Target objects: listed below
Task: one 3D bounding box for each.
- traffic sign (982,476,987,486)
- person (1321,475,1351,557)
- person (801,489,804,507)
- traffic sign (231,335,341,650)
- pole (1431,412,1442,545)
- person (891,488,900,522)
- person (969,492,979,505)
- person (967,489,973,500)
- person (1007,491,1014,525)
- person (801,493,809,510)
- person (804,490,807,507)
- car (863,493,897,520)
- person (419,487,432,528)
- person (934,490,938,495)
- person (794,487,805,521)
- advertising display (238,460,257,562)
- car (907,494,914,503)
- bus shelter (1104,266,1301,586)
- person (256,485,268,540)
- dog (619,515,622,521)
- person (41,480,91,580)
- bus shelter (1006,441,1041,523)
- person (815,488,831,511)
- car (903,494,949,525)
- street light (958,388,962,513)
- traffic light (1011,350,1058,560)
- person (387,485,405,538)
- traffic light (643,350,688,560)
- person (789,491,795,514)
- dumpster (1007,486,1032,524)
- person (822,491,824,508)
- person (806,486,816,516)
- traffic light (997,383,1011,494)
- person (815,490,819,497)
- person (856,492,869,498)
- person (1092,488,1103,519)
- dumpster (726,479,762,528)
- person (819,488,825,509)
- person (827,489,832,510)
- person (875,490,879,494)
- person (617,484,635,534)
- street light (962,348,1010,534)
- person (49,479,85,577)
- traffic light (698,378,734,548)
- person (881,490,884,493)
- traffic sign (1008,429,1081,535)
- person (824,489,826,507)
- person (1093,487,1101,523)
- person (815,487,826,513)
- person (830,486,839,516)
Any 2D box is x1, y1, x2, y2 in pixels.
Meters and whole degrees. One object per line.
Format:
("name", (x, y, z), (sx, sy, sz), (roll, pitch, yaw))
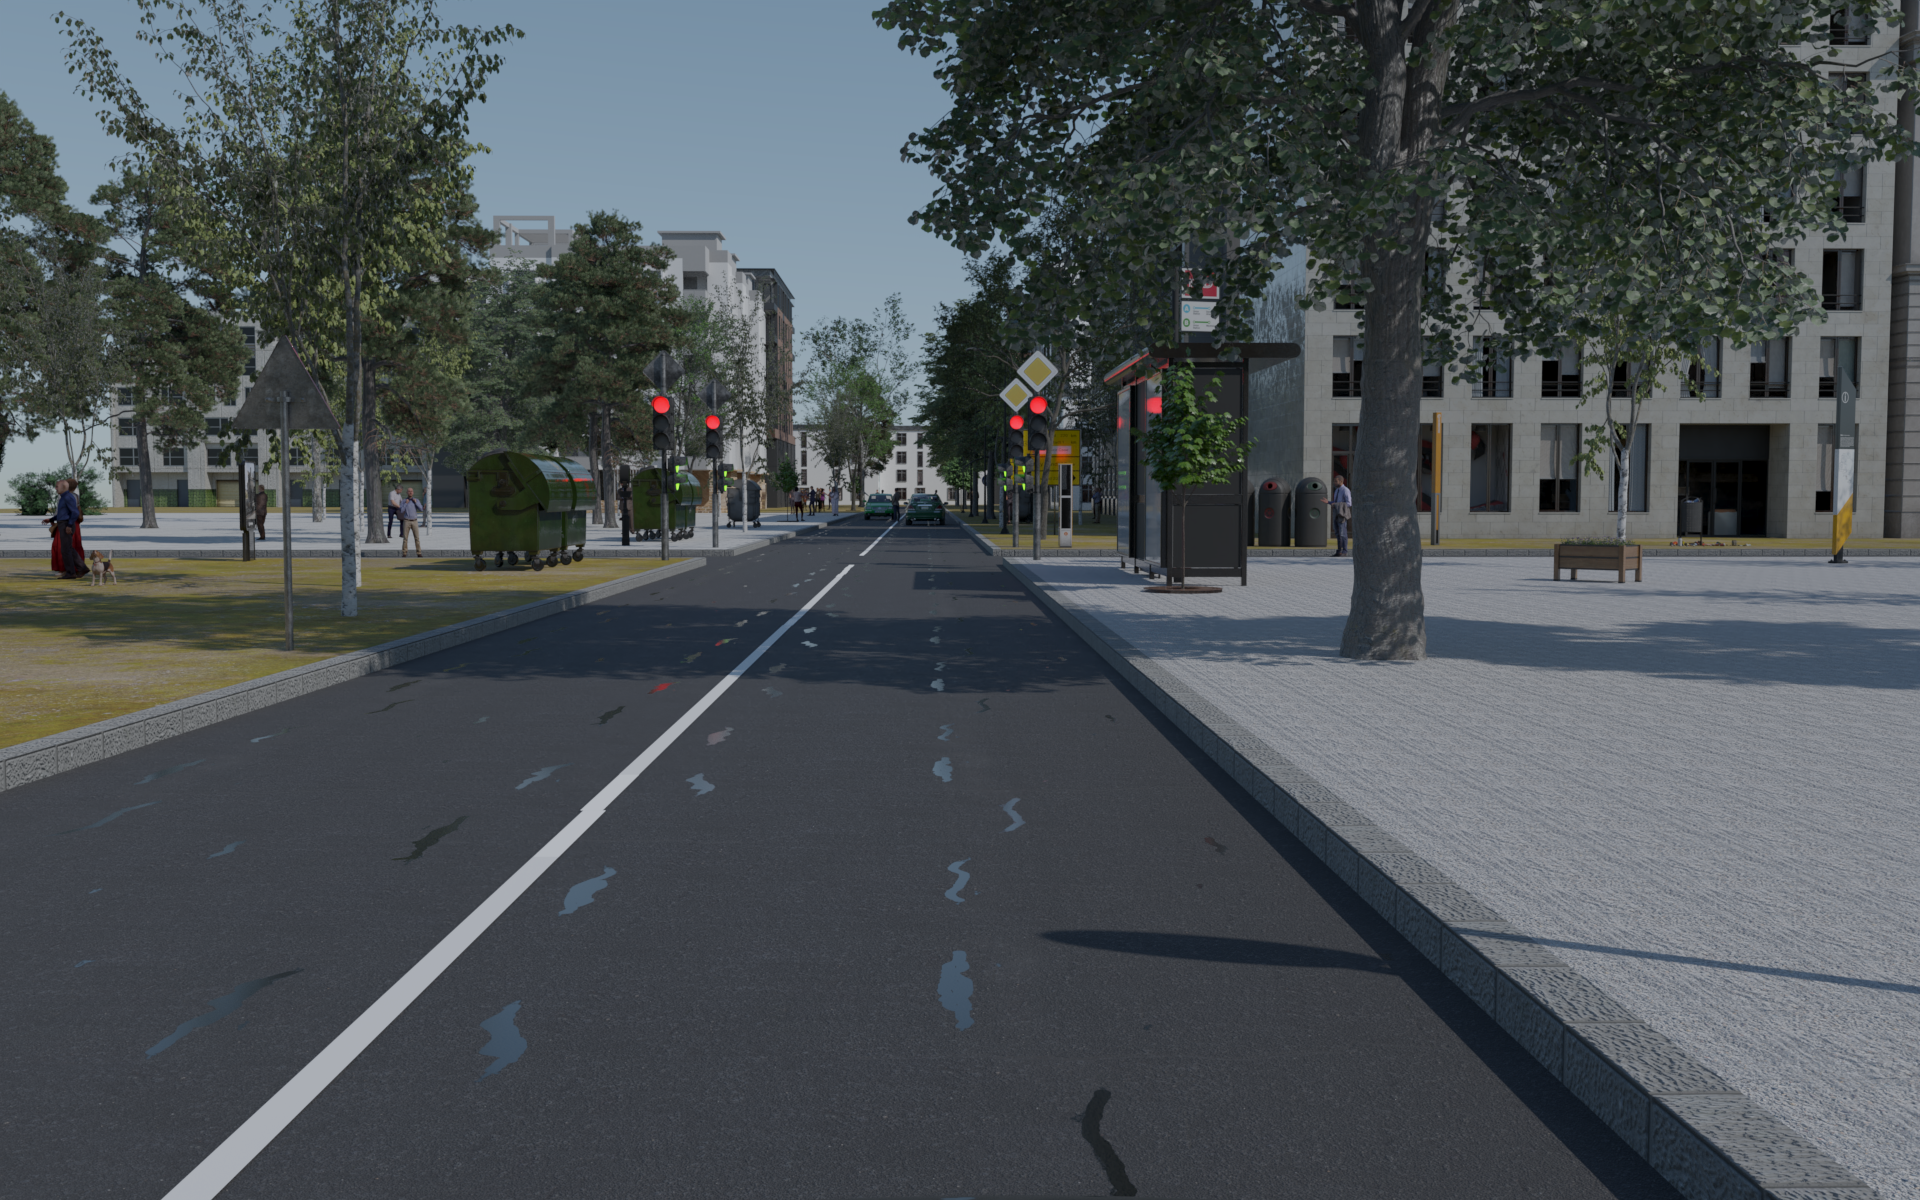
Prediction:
("traffic sign", (1.789, -6.872, 112.470), (0.768, 2.556, 0.104), (0, 4, 2))
("person", (8.237, -1.814, 38.031), (0.599, 1.838, 0.709), (-1, 4, -16))
("person", (-13.854, -8.829, 150.922), (0.721, 1.766, 1.217), (-2, 4, -28))
("traffic sign", (-5.512, -0.866, 14.168), (0.884, 2.594, 0.081), (0, 4, 0))
("pole", (11.910, -3.026, 43.320), (0.158, 3.312, 0.155), (0, 3, 0))
("person", (-3.407, -4.944, 89.862), (0.617, 1.759, 0.750), (-3, 4, -36))
("person", (0.852, -5.834, 102.906), (0.593, 1.643, 0.415), (-2, 4, -24))
("person", (1.091, -9.264, 157.607), (0.705, 1.812, 1.348), (-3, 5, -45))
("person", (2.079, -3.977, 72.537), (0.415, 1.643, 0.593), (1, 4, 20))
("person", (-12.150, -7.733, 135.741), (1.065, 1.426, 0.557), (-2, 4, -30))
("person", (-15.096, -9.893, 168.713), (0.541, 1.710, 0.530), (-1, 4, -18))
("car", (-4.433, -5.393, 96.965), (1.959, 1.807, 4.718), (0, 4, -1))
("person", (-20.281, -3.521, 65.817), (0.429, 1.552, 0.499), (1, 4, 20))
("person", (-1.517, -6.100, 109.152), (0.530, 1.710, 0.541), (-2, 4, -35))
("person", (-7.650, -4.586, 82.482), (0.566, 1.644, 0.517), (-1, 4, -22))
("advertising display", (-13.653, -1.712, 33.210), (0.123, 1.923, 0.974), (-1, 4, -11))
("car", (-2.716, -6.844, 120.691), (1.959, 1.807, 4.718), (0, 3, 0))
("bus shelter", (3.591, -3.096, 28.246), (2.179, 5.291, 8.768), (0, 4, -1))
("person", (-19.582, -2.451, 48.393), (0.388, 1.546, 0.482), (1, 4, 20))
("dog", (-16.153, -4.006, 83.234), (0.550, 0.427, 0.748), (0, 4, 7))
("person", (-13.519, -1.062, 26.104), (0.600, 1.496, 0.574), (-1, 4, -10))
("bus shelter", (2.880, -5.398, 79.547), (1.731, 3.624, 6.357), (0, 4, -1))
("person", (-10.295, -7.525, 129.766), (1.217, 1.739, 0.721), (0, 4, 2))
("car", (-1.600, -4.227, 80.908), (2.131, 1.459, 4.920), (0, 4, 0))
("street light", (0.554, -6.302, 75.572), (1.470, 5.913, 1.316), (0, 4, -1))
("traffic light", (1.474, -2.710, 33.545), (0.839, 4.213, 0.868), (0, 4, -1))
("person", (-16.331, -2.570, 50.282), (0.590, 1.554, 0.614), (1, 4, 17))
("traffic light", (-5.685, -2.700, 33.391), (0.839, 4.213, 0.868), (0, 4, -1))
("person", (-10.714, -6.284, 110.252), (0.415, 1.643, 0.593), (0, 4, 2))
("dumpster", (2.500, -4.261, 75.429), (1.264, 1.857, 1.865), (0, 4, -1))
("person", (-12.182, -8.853, 151.579), (0.721, 1.735, 1.217), (-2, 4, -25))
("person", (-8.815, -5.841, 101.984), (0.568, 1.767, 0.683), (1, 4, 17))
("traffic light", (1.320, -3.198, 41.529), (0.839, 4.213, 0.868), (0, 4, -1))
("person", (-15.021, -10.929, 184.355), (0.705, 1.869, 1.348), (-3, 5, -44))
("person", (-9.453, -9.968, 169.013), (1.348, 1.826, 0.705), (0, 4, 5))
("person", (7.082, -5.002, 89.287), (0.566, 1.644, 0.517), (-1, 4, -14))
("dumpster", (-8.273, -3.696, 66.181), (1.264, 1.857, 1.865), (0, 4, -1))
("person", (-11.661, -8.474, 144.687), (0.705, 1.812, 1.348), (-3, 5, -40))
("person", (-10.549, -8.188, 140.842), (0.530, 1.710, 0.541), (-2, 4, -23))
("person", (-8.808, -10.773, 182.713), (0.617, 1.759, 0.750), (3, 5, 40))
("person", (-10.648, -2.967, 55.241), (0.565, 1.739, 0.600), (-2, 4, -23))
("street light", (0.893, -5.050, 55.114), (1.470, 5.913, 1.316), (0, 4, -1))
("person", (-13.954, -1.136, 27.084), (0.387, 1.526, 0.523), (2, 4, 25))
("traffic light", (-5.840, -3.188, 41.375), (0.839, 4.213, 0.868), (0, 4, -1))
("person", (-4.781, -5.968, 106.988), (0.541, 1.710, 0.530), (1, 4, 20))
("traffic sign", (2.645, -3.687, 54.155), (2.265, 3.308, 0.079), (0, 4, 4))
("person", (-13.576, -10.254, 173.563), (0.599, 1.838, 0.709), (-2, 4, -32))
("person", (5.962, -4.130, 75.633), (0.319, 1.574, 0.516), (2, 4, 32))
("person", (-9.829, -6.914, 119.799), (1.217, 1.735, 0.721), (-1, 4, -20))
("person", (-7.313, -5.767, 100.996), (0.551, 1.740, 0.621), (0, 4, -6))
